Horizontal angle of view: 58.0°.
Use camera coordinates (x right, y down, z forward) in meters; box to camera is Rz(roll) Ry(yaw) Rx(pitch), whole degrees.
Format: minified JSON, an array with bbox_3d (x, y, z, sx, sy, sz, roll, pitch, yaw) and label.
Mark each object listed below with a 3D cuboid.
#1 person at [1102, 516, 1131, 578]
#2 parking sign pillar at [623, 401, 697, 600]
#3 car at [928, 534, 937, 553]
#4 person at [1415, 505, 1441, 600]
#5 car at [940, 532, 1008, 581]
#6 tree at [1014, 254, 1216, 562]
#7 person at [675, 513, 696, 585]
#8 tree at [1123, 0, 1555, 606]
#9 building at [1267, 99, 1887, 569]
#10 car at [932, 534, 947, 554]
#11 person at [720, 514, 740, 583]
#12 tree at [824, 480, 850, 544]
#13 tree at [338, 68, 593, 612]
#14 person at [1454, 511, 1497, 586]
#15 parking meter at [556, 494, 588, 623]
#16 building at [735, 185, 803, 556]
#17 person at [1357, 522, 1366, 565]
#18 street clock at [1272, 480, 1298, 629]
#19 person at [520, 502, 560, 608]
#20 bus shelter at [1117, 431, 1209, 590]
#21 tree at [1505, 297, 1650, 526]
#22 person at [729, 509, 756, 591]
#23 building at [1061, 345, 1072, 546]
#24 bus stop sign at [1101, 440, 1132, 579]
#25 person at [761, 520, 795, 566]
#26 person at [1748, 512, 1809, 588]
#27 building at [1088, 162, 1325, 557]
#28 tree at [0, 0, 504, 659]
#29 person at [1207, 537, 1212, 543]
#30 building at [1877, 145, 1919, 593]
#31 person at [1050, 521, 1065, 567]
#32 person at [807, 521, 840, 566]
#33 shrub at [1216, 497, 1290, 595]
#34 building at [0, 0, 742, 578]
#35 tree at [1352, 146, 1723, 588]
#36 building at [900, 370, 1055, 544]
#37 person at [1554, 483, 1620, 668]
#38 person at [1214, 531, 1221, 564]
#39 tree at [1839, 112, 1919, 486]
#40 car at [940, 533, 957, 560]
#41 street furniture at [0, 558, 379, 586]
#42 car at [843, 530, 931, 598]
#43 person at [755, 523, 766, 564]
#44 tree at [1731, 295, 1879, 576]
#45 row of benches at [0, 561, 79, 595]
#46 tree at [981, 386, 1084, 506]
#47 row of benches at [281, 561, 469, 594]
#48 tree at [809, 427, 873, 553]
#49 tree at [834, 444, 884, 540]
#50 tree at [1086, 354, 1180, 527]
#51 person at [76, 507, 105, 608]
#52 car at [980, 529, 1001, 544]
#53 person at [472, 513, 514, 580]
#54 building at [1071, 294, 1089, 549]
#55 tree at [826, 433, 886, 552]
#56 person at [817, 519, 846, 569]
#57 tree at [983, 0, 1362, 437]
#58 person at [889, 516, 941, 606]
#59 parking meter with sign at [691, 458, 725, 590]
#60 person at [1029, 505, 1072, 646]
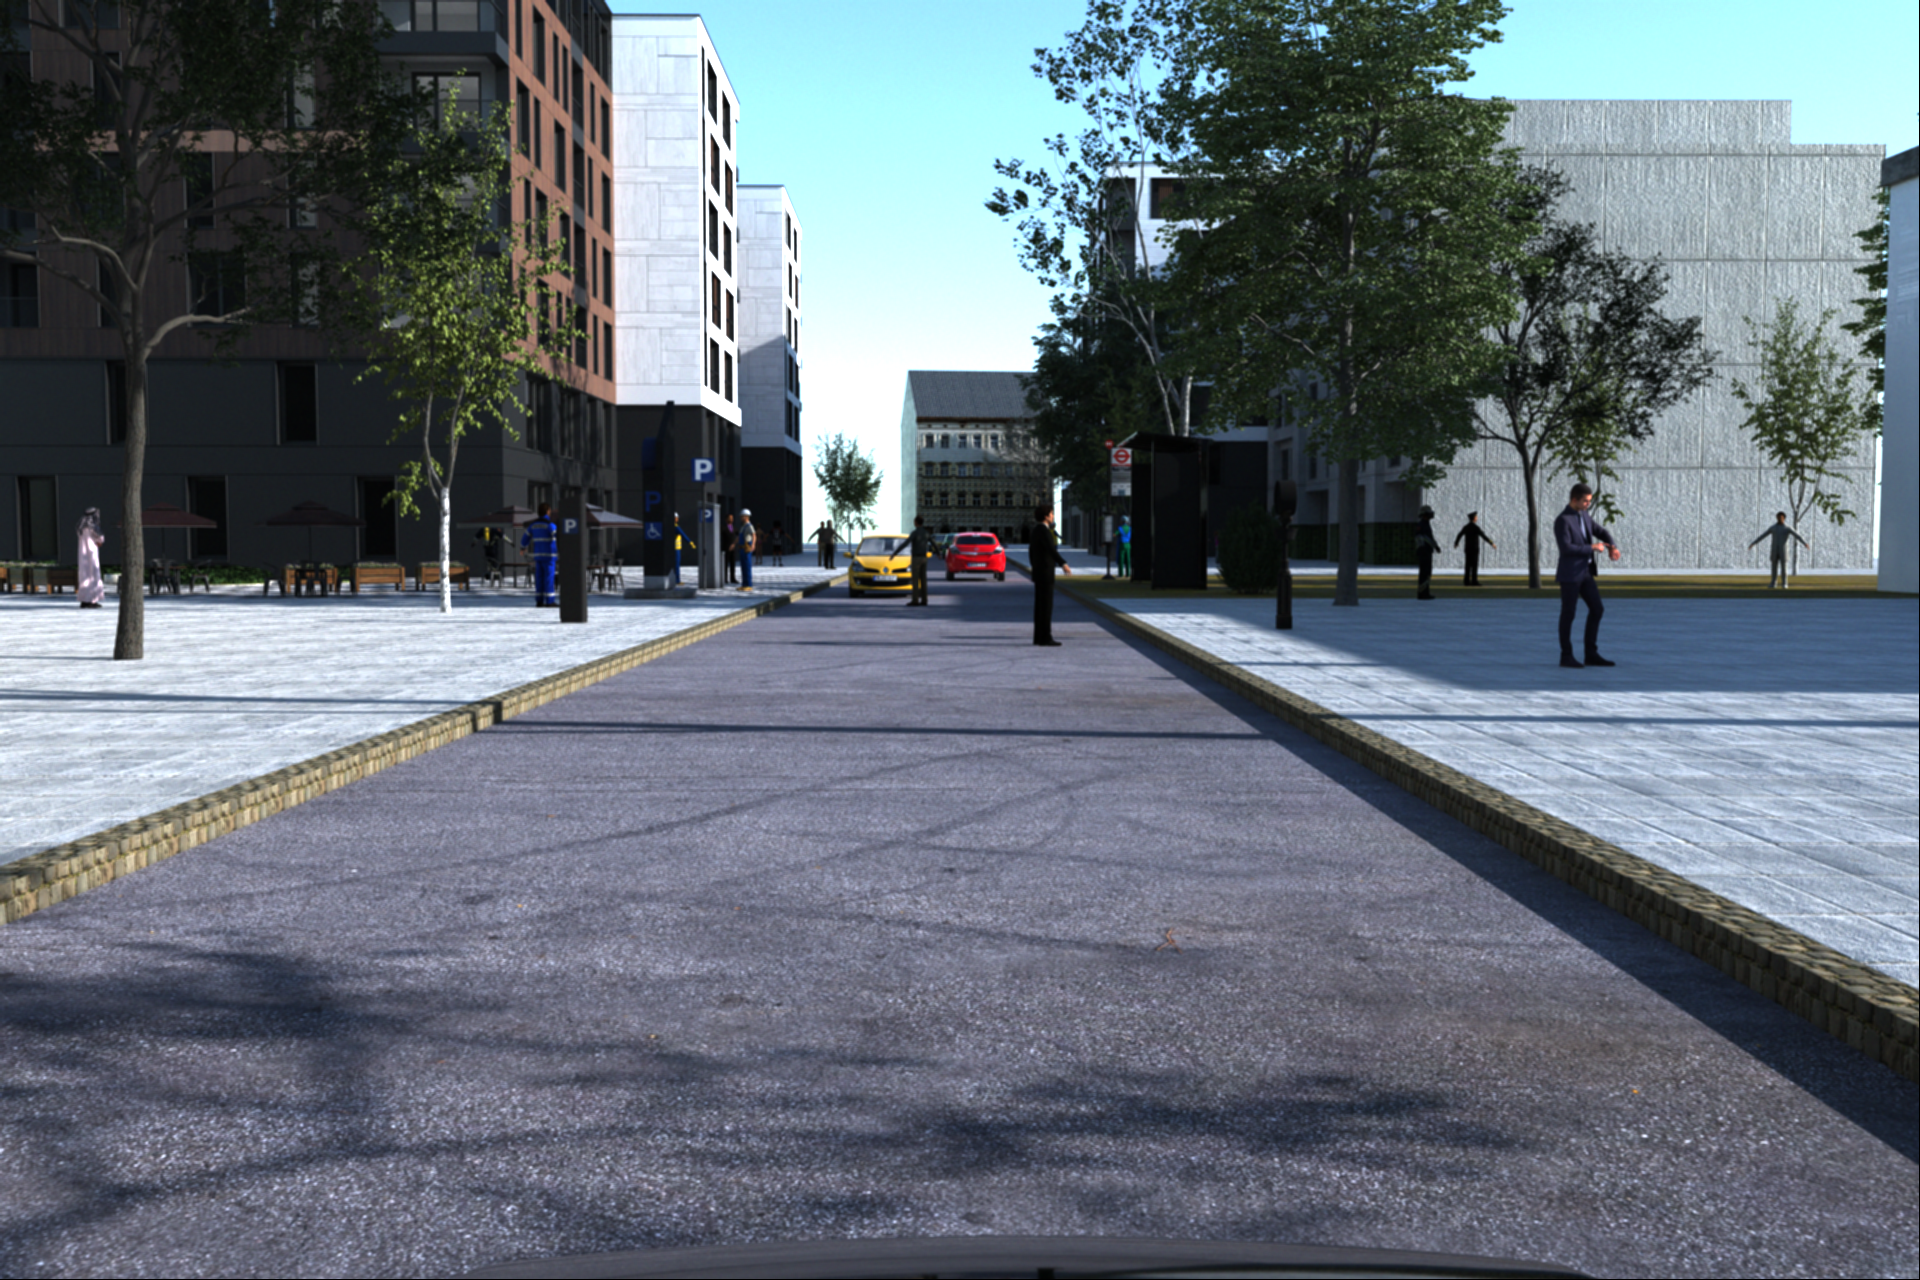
[{"bbox_3d":[4.793,-2.735,50.844,1.347,1.817,0.704,-2,4,-27],"label":"person"},{"bbox_3d":[-5.989,-2.814,34.476,1.447,3.967,1.447,0,4,1],"label":"parking sign pillar"},{"bbox_3d":[-1.542,-7.389,130.604,2.009,1.686,4.222,0,3,0],"label":"car"},{"bbox_3d":[9.147,-1.717,33.938,0.704,1.845,1.351,2,4,29],"label":"person"},{"bbox_3d":[0.455,-2.768,54.289,2.155,1.783,4.494,0,4,-1],"label":"car"},{"bbox_3d":[7.377,-10.656,80.877,9.857,13.997,8.962,0,3,0],"label":"tree"},{"bbox_3d":[-7.191,-2.305,43.658,1.349,1.833,0.705,3,5,40],"label":"person"},{"bbox_3d":[6.824,-6.914,31.173,7.486,12.596,7.792,0,3,0],"label":"tree"},{"bbox_3d":[25.376,-13.017,79.282,16.747,18.905,31.486,0,4,0],"label":"building"},{"bbox_3d":[-1.138,-7.056,125.582,2.015,1.641,3.980,0,4,0],"label":"car"},{"bbox_3d":[-5.990,-2.376,45.073,1.346,1.802,0.704,-3,5,-42],"label":"person"},{"bbox_3d":[-15.619,-17.151,230.774,4.360,8.622,3.978,0,3,0],"label":"tree"},{"bbox_3d":[-8.374,-4.774,28.423,4.737,8.622,4.395,0,3,0],"label":"tree"},{"bbox_3d":[12.635,-2.246,42.662,0.705,1.837,1.347,-2,4,-30],"label":"person"},{"bbox_3d":[-5.623,-1.185,25.084,0.399,1.863,0.255,0,4,0],"label":"parking meter"},{"bbox_3d":[-24.200,-15.618,99.321,27.936,21.610,32.646,0,4,-1],"label":"building"},{"bbox_3d":[16.088,-3.969,70.664,1.354,1.858,0.705,-3,5,-44],"label":"person"},{"bbox_3d":[4.378,-1.148,23.346,0.358,2.002,0.471,0,4,0],"label":"street clock"},{"bbox_3d":[-7.227,-1.485,30.253,1.345,1.831,0.704,2,4,31],"label":"person"},{"bbox_3d":[4.958,-3.146,42.716,1.731,3.624,6.357,0,4,1],"label":"bus shelter"},{"bbox_3d":[19.137,-6.275,52.954,4.737,8.622,4.395,0,3,0],"label":"tree"},{"bbox_3d":[-4.879,-2.041,39.230,0.705,1.847,1.347,-2,4,-29],"label":"person"},{"bbox_3d":[25.678,-21.994,203.572,27.936,21.610,32.646,0,4,0],"label":"building"},{"bbox_3d":[4.430,-3.688,48.995,0.855,3.939,0.416,0,4,-1],"label":"bus stop sign"},{"bbox_3d":[-7.254,-3.835,68.840,1.345,1.843,0.704,0,4,6],"label":"person"},{"bbox_3d":[19.407,-2.130,41.019,1.347,1.806,0.705,3,5,40],"label":"person"},{"bbox_3d":[22.036,-16.371,111.637,27.936,21.610,32.646,0,3,0],"label":"building"},{"bbox_3d":[-8.254,-5.091,17.659,7.601,10.594,8.767,-3,4,-39],"label":"tree"},{"bbox_3d":[9.940,-4.000,72.121,1.216,1.740,0.721,-2,4,-27],"label":"person"},{"bbox_3d":[25.291,-5.075,25.129,9.099,9.664,28.070,0,4,0],"label":"building"},{"bbox_3d":[3.732,-3.759,67.918,0.721,1.772,1.216,-2,4,-32],"label":"person"},{"bbox_3d":[-5.439,-3.820,68.732,1.348,1.796,0.705,-2,4,-24],"label":"person"},{"bbox_3d":[6.234,-2.011,36.929,1.661,2.075,1.752,0,3,0],"label":"shrub"},{"bbox_3d":[-24.118,-13.587,66.114,27.936,21.610,32.646,0,4,-1],"label":"building"},{"bbox_3d":[13.682,-6.528,41.150,8.767,10.594,7.601,0,4,0],"label":"tree"},{"bbox_3d":[2.031,-24.361,231.688,18.063,23.208,19.493,0,4,-8],"label":"building"},{"bbox_3d":[6.052,-0.620,16.631,0.683,1.767,0.568,-3,5,-40],"label":"person"},{"bbox_3d":[11.124,-3.978,74.312,0.599,1.433,0.991,0,4,-6],"label":"person"},{"bbox_3d":[26.040,-7.673,43.582,7.486,12.596,7.792,0,3,0],"label":"tree"},{"bbox_3d":[-0.139,-5.511,98.901,1.959,1.807,4.718,0,4,-1],"label":"car"},{"bbox_3d":[-20.388,-1.842,45.744,10.072,0.657,5.734,1,4,15],"label":"street furniture"},{"bbox_3d":[-1.661,-1.834,40.213,2.015,1.641,3.980,0,3,0],"label":"car"},{"bbox_3d":[-8.576,-4.059,73.175,0.721,1.733,1.217,2,4,34],"label":"person"},{"bbox_3d":[25.707,-6.277,52.986,4.737,8.622,4.395,0,3,0],"label":"tree"},{"bbox_3d":[-20.468,-1.383,38.073,4.104,0.672,1.422,3,5,44],"label":"row of benches"},{"bbox_3d":[6.820,-14.060,140.243,12.009,13.543,11.850,0,3,0],"label":"tree"},{"bbox_3d":[-12.921,-1.419,38.657,4.104,0.672,1.422,-2,4,-31],"label":"row of benches"},{"bbox_3d":[-8.380,-10.336,119.360,4.737,8.622,4.395,0,3,0],"label":"tree"},{"bbox_3d":[-7.939,-11.544,139.104,4.737,8.622,4.395,0,3,0],"label":"tree"},{"bbox_3d":[7.059,-7.414,71.581,4.737,8.622,4.395,0,3,0],"label":"tree"},{"bbox_3d":[-15.065,-1.427,30.040,0.551,1.740,0.621,2,4,24],"label":"person"},{"bbox_3d":[0.887,-4.264,79.500,2.009,1.686,4.222,0,4,-1],"label":"car"},{"bbox_3d":[-13.104,-2.610,48.457,1.354,1.856,0.705,1,4,16],"label":"person"},{"bbox_3d":[24.338,-19.585,164.181,27.936,21.610,32.646,0,4,0],"label":"building"},{"bbox_3d":[-7.835,-10.750,126.131,4.737,8.622,4.395,0,3,0],"label":"tree"},{"bbox_3d":[-4.736,-3.493,63.233,1.348,1.813,0.705,3,4,36],"label":"person"},{"bbox_3d":[6.958,-12.401,58.637,12.611,20.169,13.585,0,3,0],"label":"tree"},{"bbox_3d":[-0.838,-1.584,34.630,1.348,1.796,0.705,-3,5,-43],"label":"person"},{"bbox_3d":[-5.847,-2.706,40.503,0.543,3.016,1.738,0,4,1],"label":"parking meter with sign"},{"bbox_3d":[1.107,-0.833,22.269,0.705,1.806,1.347,-1,4,-16],"label":"person"}]
